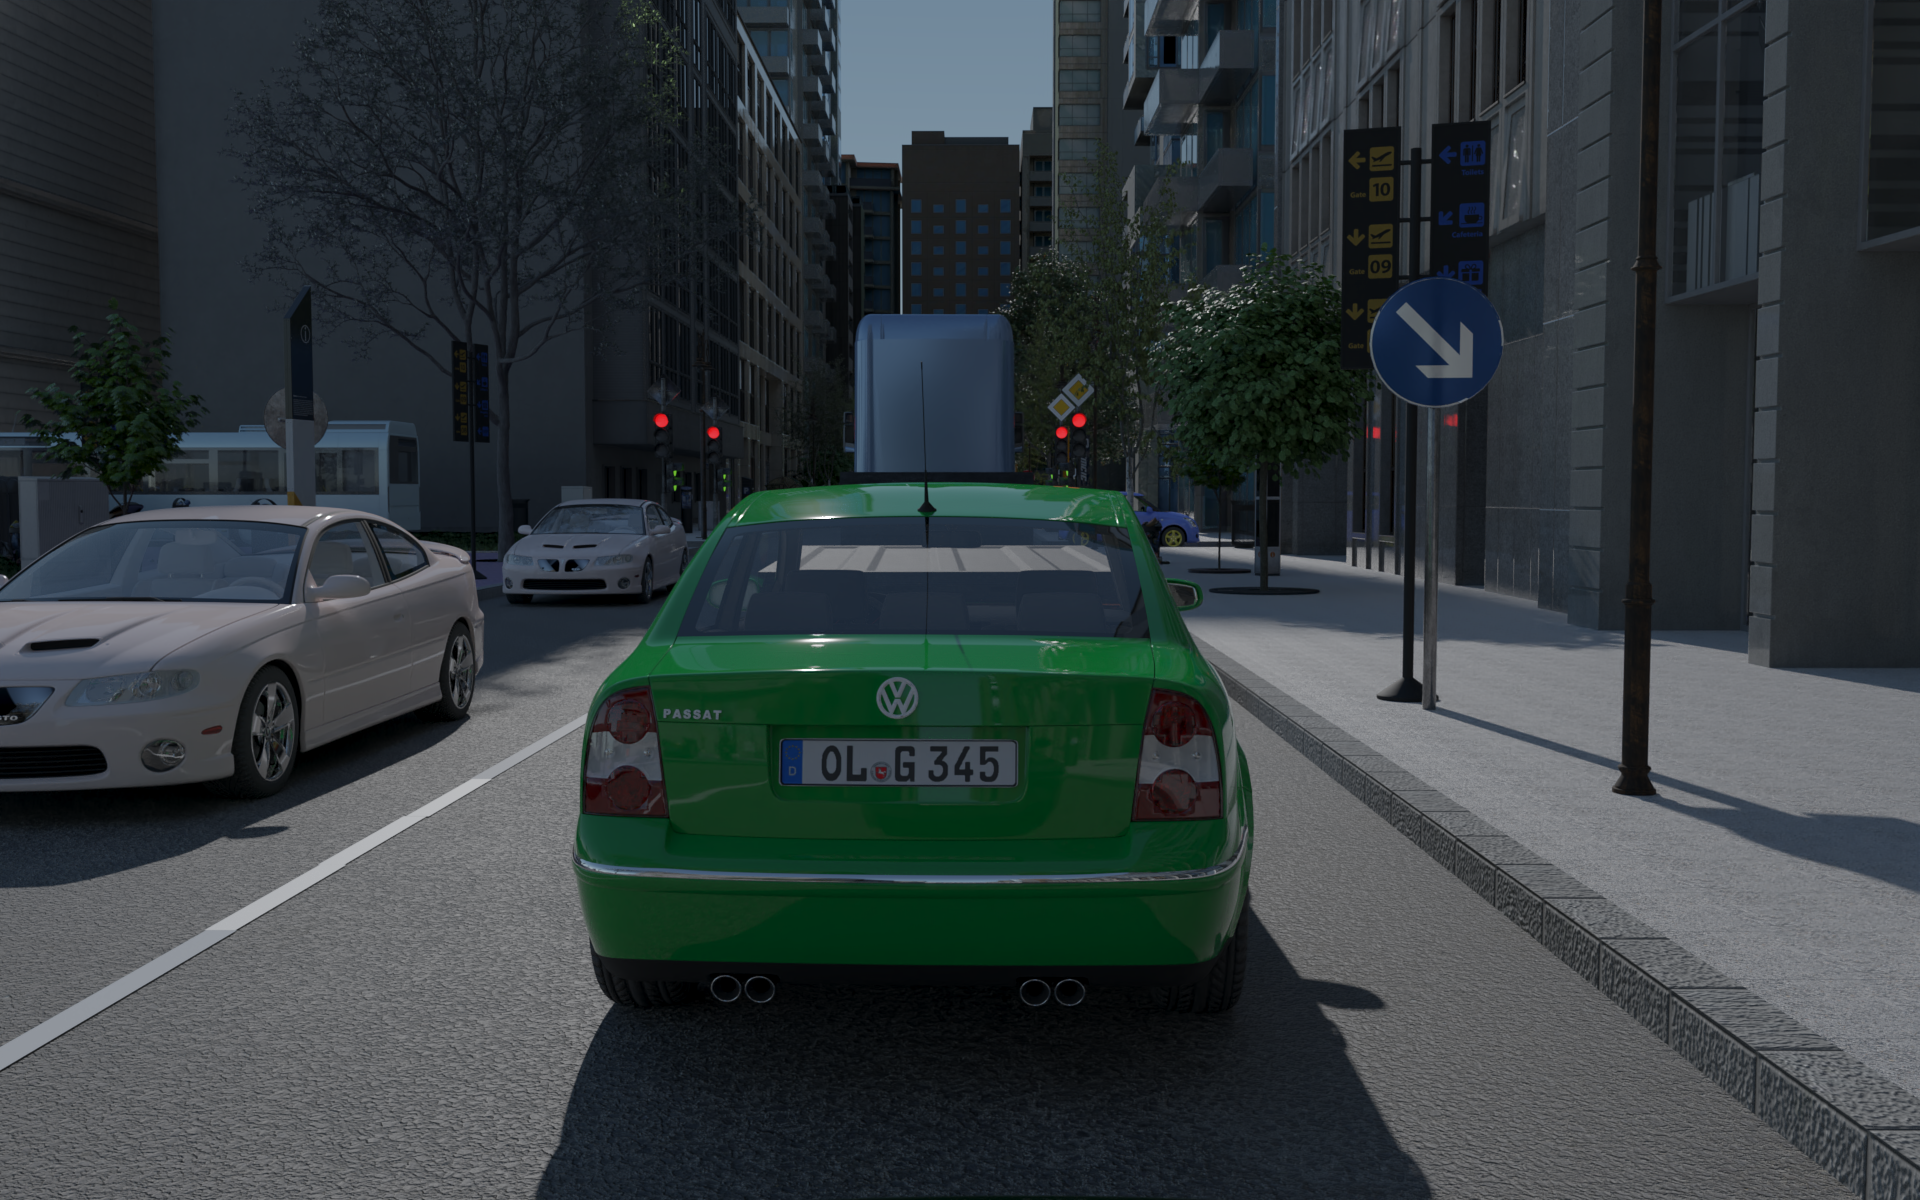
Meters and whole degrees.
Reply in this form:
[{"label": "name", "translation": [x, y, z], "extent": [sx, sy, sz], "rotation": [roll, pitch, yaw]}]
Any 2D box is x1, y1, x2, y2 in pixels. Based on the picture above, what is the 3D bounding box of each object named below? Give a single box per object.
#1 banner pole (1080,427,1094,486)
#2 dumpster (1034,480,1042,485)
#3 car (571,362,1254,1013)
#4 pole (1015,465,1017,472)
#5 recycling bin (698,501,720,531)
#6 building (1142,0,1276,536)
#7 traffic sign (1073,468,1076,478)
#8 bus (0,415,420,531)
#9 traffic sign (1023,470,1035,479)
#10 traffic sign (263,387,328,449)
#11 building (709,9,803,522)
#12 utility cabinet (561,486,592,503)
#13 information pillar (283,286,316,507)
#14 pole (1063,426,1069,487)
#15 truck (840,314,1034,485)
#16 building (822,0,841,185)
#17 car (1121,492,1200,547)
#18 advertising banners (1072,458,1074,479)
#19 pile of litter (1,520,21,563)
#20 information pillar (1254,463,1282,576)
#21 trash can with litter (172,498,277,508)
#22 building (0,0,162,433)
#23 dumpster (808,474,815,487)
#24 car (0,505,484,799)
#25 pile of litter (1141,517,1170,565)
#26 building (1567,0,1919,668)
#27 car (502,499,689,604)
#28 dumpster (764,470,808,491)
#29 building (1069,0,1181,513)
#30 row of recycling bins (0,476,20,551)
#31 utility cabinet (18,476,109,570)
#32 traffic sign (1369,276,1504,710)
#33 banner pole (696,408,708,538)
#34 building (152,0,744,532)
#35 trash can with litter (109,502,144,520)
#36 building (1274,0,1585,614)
[{"label": "banner pole", "translation": [4.791, -4.580, 64.904], "extent": [0.863, 3.779, 0.401], "rotation": [0, 4, -2]}, {"label": "dumpster", "translation": [3.673, -5.572, 93.598], "extent": [1.502, 2.255, 1.985], "rotation": [0, 4, 1]}, {"label": "car", "translation": [-0.052, 0.160, 6.185], "extent": [1.959, 1.807, 4.718], "rotation": [0, 4, 2]}, {"label": "pole", "translation": [3.495, -7.027, 108.742], "extent": [0.158, 3.312, 0.155], "rotation": [0, 3, 0]}, {"label": "recycling bin", "translation": [-8.866, -2.971, 61.136], "extent": [0.722, 1.027, 0.722], "rotation": [0, 4, -6]}, {"label": "building", "translation": [21.766, -26.968, 60.529], "extent": [30.456, 49.044, 23.786], "rotation": [0, 4, 0]}, {"label": "traffic sign", "translation": [3.721, -3.584, 59.782], "extent": [0.795, 2.450, 0.064], "rotation": [0, 4, 7]}, {"label": "bus", "translation": [-20.814, -3.022, 44.275], "extent": [13.247, 3.499, 2.948], "rotation": [0, 3, 0]}, {"label": "traffic sign", "translation": [3.564, -5.581, 91.353], "extent": [0.768, 2.556, 0.104], "rotation": [0, 4, 3]}, {"label": "traffic sign", "translation": [-7.789, -1.236, 20.322], "extent": [0.768, 2.556, 0.104], "rotation": [0, 4, 1]}, {"label": "building", "translation": [-19.648, -17.576, 91.885], "extent": [19.350, 26.468, 34.151], "rotation": [0, 4, 0]}, {"label": "utility cabinet", "translation": [-10.685, -2.428, 48.376], "extent": [0.318, 1.500, 1.173], "rotation": [-3, 5, -43]}, {"label": "information pillar", "translation": [-7.363, -1.713, 19.357], "extent": [0.183, 3.616, 0.504], "rotation": [0, 4, 8]}, {"label": "pole", "translation": [3.191, -3.567, 52.172], "extent": [0.158, 3.312, 0.155], "rotation": [0, 3, 0]}, {"label": "truck", "translation": [-0.259, -1.861, 20.186], "extent": [2.967, 4.110, 18.799], "rotation": [0, 4, -1]}, {"label": "building", "translation": [-24.737, -53.286, 183.891], "extent": [31.000, 86.520, 22.319], "rotation": [0, 4, 0]}, {"label": "car", "translation": [4.415, -2.183, 45.286], "extent": [3.694, 1.707, 1.945], "rotation": [0, 4, 2]}, {"label": "advertising banners", "translation": [3.947, -4.049, 62.394], "extent": [0.090, 3.025, 2.074], "rotation": [1, 4, 13]}, {"label": "pile of litter", "translation": [-16.501, -1.029, 30.783], "extent": [1.719, 0.858, 1.176], "rotation": [-3, 4, -38]}, {"label": "information pillar", "translation": [4.830, -1.386, 27.161], "extent": [0.304, 2.012, 0.304], "rotation": [-2, 4, -24]}, {"label": "trash can with litter", "translation": [-11.247, -0.981, 27.100], "extent": [1.678, 1.210, 2.233], "rotation": [1, 4, 20]}, {"label": "building", "translation": [-40.091, -16.483, 56.883], "extent": [23.554, 28.519, 14.401], "rotation": [0, 4, 0]}, {"label": "dumpster", "translation": [-7.067, -4.464, 75.482], "extent": [1.502, 2.255, 1.985], "rotation": [0, 4, 1]}, {"label": "car", "translation": [-4.119, 0.164, 9.677], "extent": [2.083, 1.381, 4.827], "rotation": [0, 4, 2]}, {"label": "pile of litter", "translation": [3.282, -1.098, 31.921], "extent": [1.176, 0.858, 1.719], "rotation": [0, 4, 7]}, {"label": "building", "translation": [11.260, -13.699, 1.479], "extent": [11.434, 29.767, 29.804], "rotation": [0, 4, 0]}, {"label": "car", "translation": [-4.970, -0.720, 24.131], "extent": [2.083, 1.381, 4.827], "rotation": [0, 4, 1]}, {"label": "dumpster", "translation": [-7.105, -4.132, 70.045], "extent": [1.502, 2.255, 1.985], "rotation": [0, 4, 0]}, {"label": "building", "translation": [18.209, -48.123, 99.486], "extent": [22.319, 86.520, 31.000], "rotation": [0, 4, 0]}, {"label": "row of recycling bins", "translation": [-21.979, -2.008, 39.936], "extent": [1.069, 1.692, 3.534], "rotation": [-1, 4, -15]}, {"label": "utility cabinet", "translation": [-11.317, -0.811, 21.945], "extent": [0.318, 1.500, 1.173], "rotation": [1, 4, 16]}, {"label": "traffic sign", "translation": [2.795, -0.620, 10.242], "extent": [0.768, 2.556, 0.104], "rotation": [0, 4, 7]}, {"label": "banner pole", "translation": [-7.530, -3.705, 50.589], "extent": [0.401, 3.779, 0.863], "rotation": [0, 4, -6]}, {"label": "building", "translation": [-16.441, -16.446, 62.406], "extent": [14.314, 27.812, 24.014], "rotation": [0, 4, 0]}, {"label": "trash can with litter", "translation": [-12.066, -0.805, 24.544], "extent": [1.055, 1.170, 0.624], "rotation": [2, 4, 24]}, {"label": "building", "translation": [12.581, -12.747, 26.441], "extent": [12.078, 24.808, 19.932], "rotation": [0, 4, 0]}]
